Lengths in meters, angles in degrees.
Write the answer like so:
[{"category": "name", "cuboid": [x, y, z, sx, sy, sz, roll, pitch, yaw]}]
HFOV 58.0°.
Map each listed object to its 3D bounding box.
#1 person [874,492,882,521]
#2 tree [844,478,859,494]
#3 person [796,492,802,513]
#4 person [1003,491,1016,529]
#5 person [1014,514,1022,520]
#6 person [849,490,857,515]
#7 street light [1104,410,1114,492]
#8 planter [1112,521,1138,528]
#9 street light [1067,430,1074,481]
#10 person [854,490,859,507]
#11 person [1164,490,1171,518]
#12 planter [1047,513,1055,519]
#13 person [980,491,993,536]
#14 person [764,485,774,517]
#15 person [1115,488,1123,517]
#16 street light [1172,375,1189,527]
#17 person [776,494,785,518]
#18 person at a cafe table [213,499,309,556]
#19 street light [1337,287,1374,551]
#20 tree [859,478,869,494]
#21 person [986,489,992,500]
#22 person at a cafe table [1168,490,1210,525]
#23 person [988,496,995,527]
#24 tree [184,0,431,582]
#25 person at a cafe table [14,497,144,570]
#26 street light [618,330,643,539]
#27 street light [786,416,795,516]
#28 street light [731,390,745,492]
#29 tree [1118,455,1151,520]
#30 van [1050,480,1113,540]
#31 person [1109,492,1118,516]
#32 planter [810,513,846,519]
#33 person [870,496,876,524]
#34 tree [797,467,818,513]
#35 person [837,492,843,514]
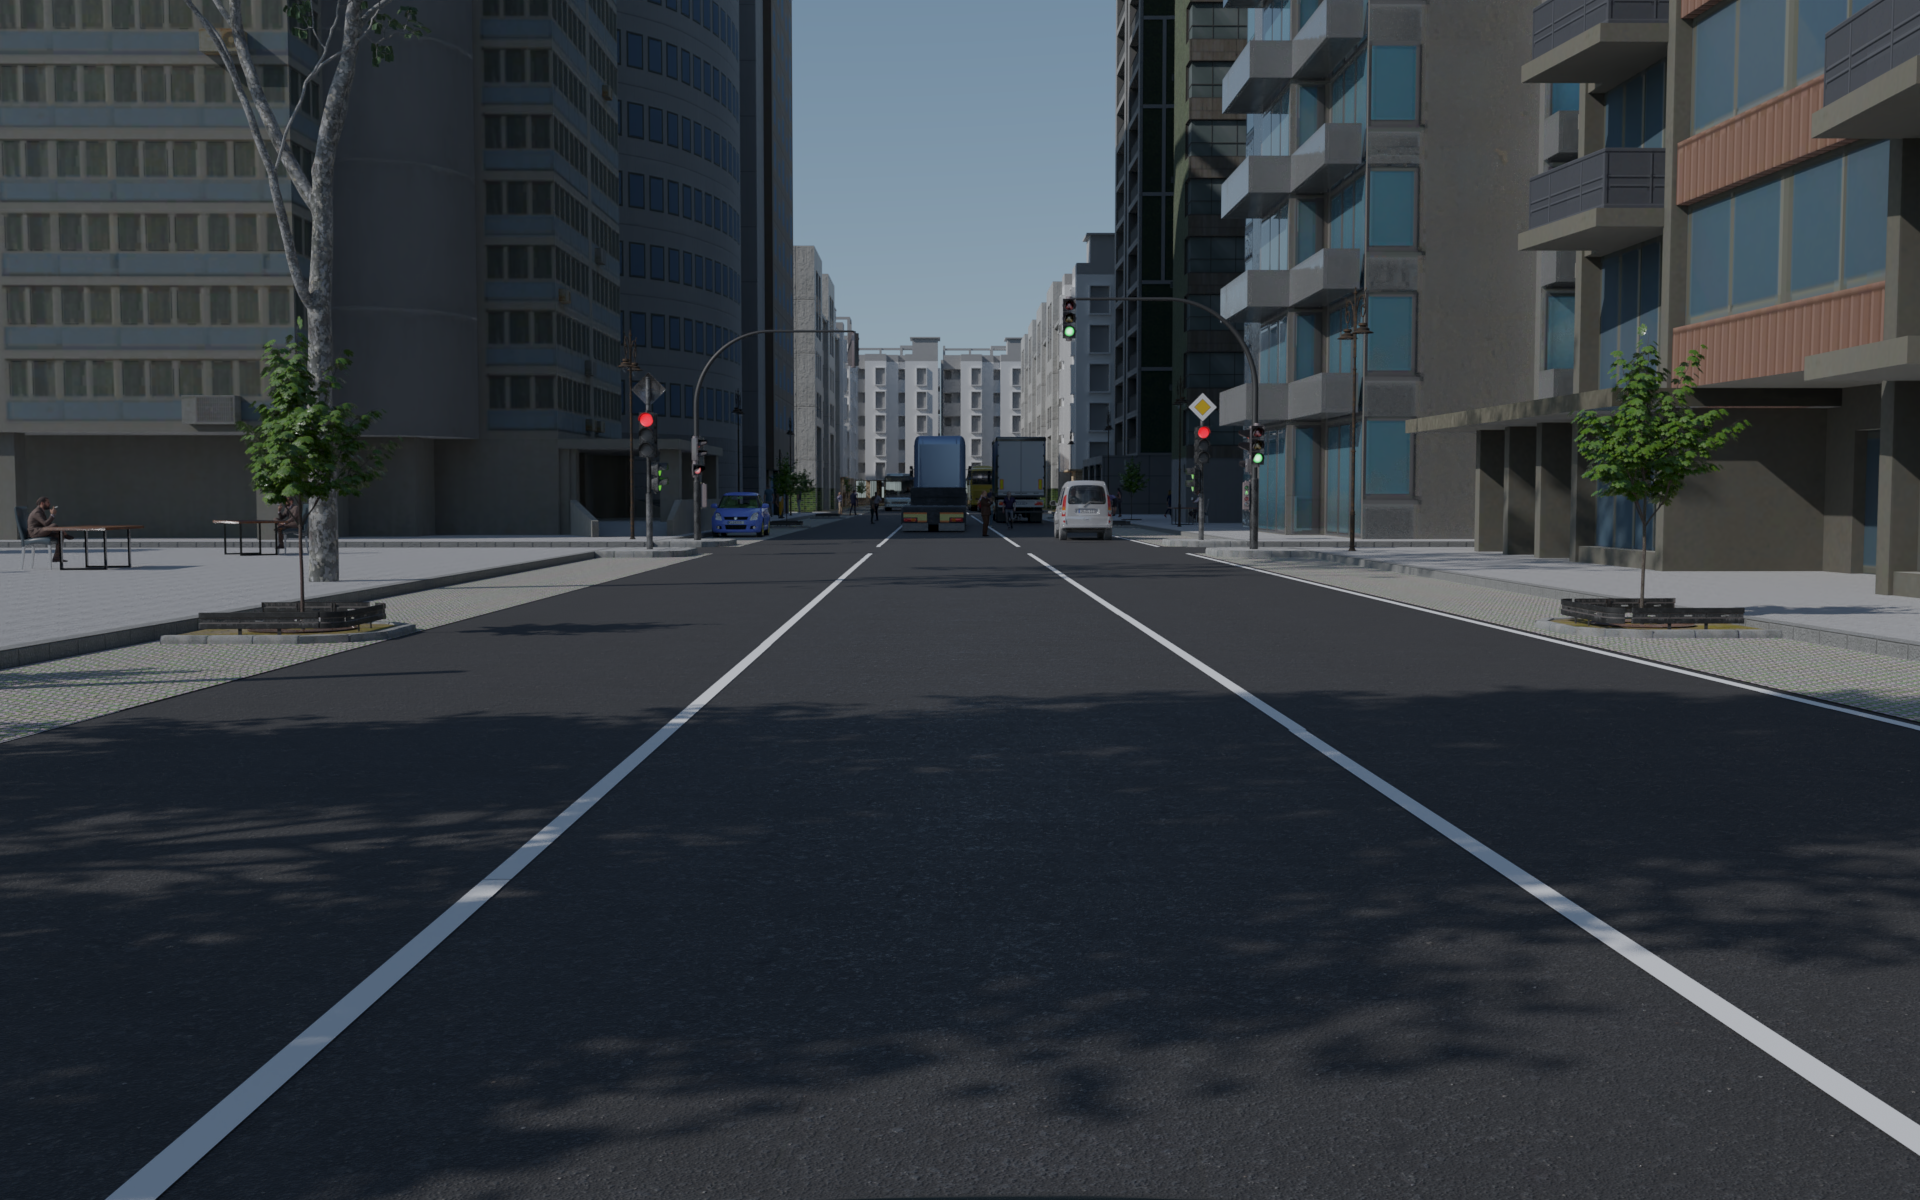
[{"category": "person", "cuboid": [-4.465, -5.039, 93.100, 0.614, 1.554, 0.590, 2, 4, 30]}, {"category": "tree", "cuboid": [-11.876, -11.380, 180.668, 1.663, 3.219, 1.824, 0, 3, 0]}, {"category": "person", "cuboid": [-10.720, -6.647, 114.851, 0.434, 1.807, 0.598, 1, 4, 23]}, {"category": "person", "cuboid": [2.076, -3.663, 70.593, 0.569, 1.553, 0.471, 3, 4, 39]}, {"category": "person", "cuboid": [3.168, -5.247, 96.493, 0.569, 1.553, 0.471, -3, 5, -42]}, {"category": "person", "cuboid": [-7.108, -6.504, 115.766, 0.530, 1.710, 0.541, -3, 5, -42]}, {"category": "street light", "cuboid": [8.173, -7.499, 95.393, 0.468, 5.910, 1.993, 0, 4, -1]}, {"category": "planter", "cuboid": [6.435, -3.196, 73.393, 1.991, 0.319, 1.994, 0, 4, -1]}, {"category": "street light", "cuboid": [7.857, -9.173, 122.768, 0.468, 5.910, 1.993, 0, 4, -1]}, {"category": "person", "cuboid": [-10.735, -10.484, 178.388, 0.756, 1.711, 0.436, 3, 5, 44]}, {"category": "person", "cuboid": [11.450, -5.266, 94.691, 0.613, 1.512, 0.480, -3, 5, -44]}, {"category": "planter", "cuboid": [6.095, -4.895, 101.168, 1.991, 0.319, 1.994, 0, 4, -1]}, {"category": "person", "cuboid": [0.908, -2.937, 58.782, 0.388, 1.546, 0.482, 2, 4, 28]}, {"category": "person", "cuboid": [-10.626, -5.511, 96.282, 0.598, 1.807, 0.434, -1, 4, -13]}, {"category": "person", "cuboid": [8.778, -5.401, 95.813, 0.415, 1.643, 0.593, -1, 4, -22]}, {"category": "street light", "cuboid": [8.599, -5.805, 67.699, 0.468, 5.910, 1.993, 0, 4, -1]}, {"category": "person", "cuboid": [-9.626, -5.069, 92.831, 0.340, 1.345, 0.435, 3, 5, 43]}, {"category": "person at a cafe table", "cuboid": [-14.663, -1.580, 36.697, 1.726, 1.238, 1.698, -3, 5, -40]}, {"category": "street light", "cuboid": [8.828, -4.038, 38.812, 0.468, 5.910, 1.993, 0, 4, -1]}, {"category": "tree", "cuboid": [-11.355, -12.609, 200.754, 1.663, 3.219, 1.824, 0, 3, 0]}, {"category": "person", "cuboid": [1.760, -5.890, 105.257, 0.683, 1.767, 0.568, -1, 4, -11]}, {"category": "person at a cafe table", "cuboid": [9.607, -3.905, 72.355, 1.622, 1.524, 1.698, 0, 4, -2]}, {"category": "person", "cuboid": [1.276, -3.804, 74.598, 0.435, 1.345, 0.340, -1, 4, -12]}, {"category": "tree", "cuboid": [-10.364, -10.398, 25.895, 12.611, 20.169, 13.585, 0, 3, 0]}, {"category": "person at a cafe table", "cuboid": [-15.191, -1.150, 29.663, 1.726, 1.238, 1.698, 0, 4, -5]}, {"category": "street light", "cuboid": [-9.282, -4.657, 48.927, 0.468, 5.910, 1.993, 0, 4, -1]}, {"category": "street light", "cuboid": [-10.055, -7.947, 102.725, 0.468, 5.910, 1.993, 0, 4, -1]}, {"category": "street light", "cuboid": [-9.694, -6.302, 75.826, 0.468, 5.910, 1.993, 0, 4, -1]}, {"category": "tree", "cuboid": [8.608, -5.564, 85.567, 1.663, 3.219, 1.824, 0, 3, 0]}, {"category": "van", "cuboid": [3.907, -2.950, 55.236, 2.013, 2.044, 4.112, 0, 3, 0]}, {"category": "person", "cuboid": [8.806, -5.569, 100.335, 0.697, 1.427, 0.421, 1, 4, 23]}, {"category": "planter", "cuboid": [-7.628, -4.845, 100.352, 1.991, 0.319, 1.994, 0, 4, -1]}, {"category": "person", "cuboid": [-4.209, -4.360, 83.693, 0.340, 1.345, 0.435, -3, 4, -37]}, {"category": "tree", "cuboid": [-10.803, -7.630, 119.352, 1.663, 3.219, 1.824, 0, 3, 0]}, {"category": "person", "cuboid": [-8.496, -6.845, 122.475, 0.319, 1.574, 0.516, 2, 4, 31]}]
